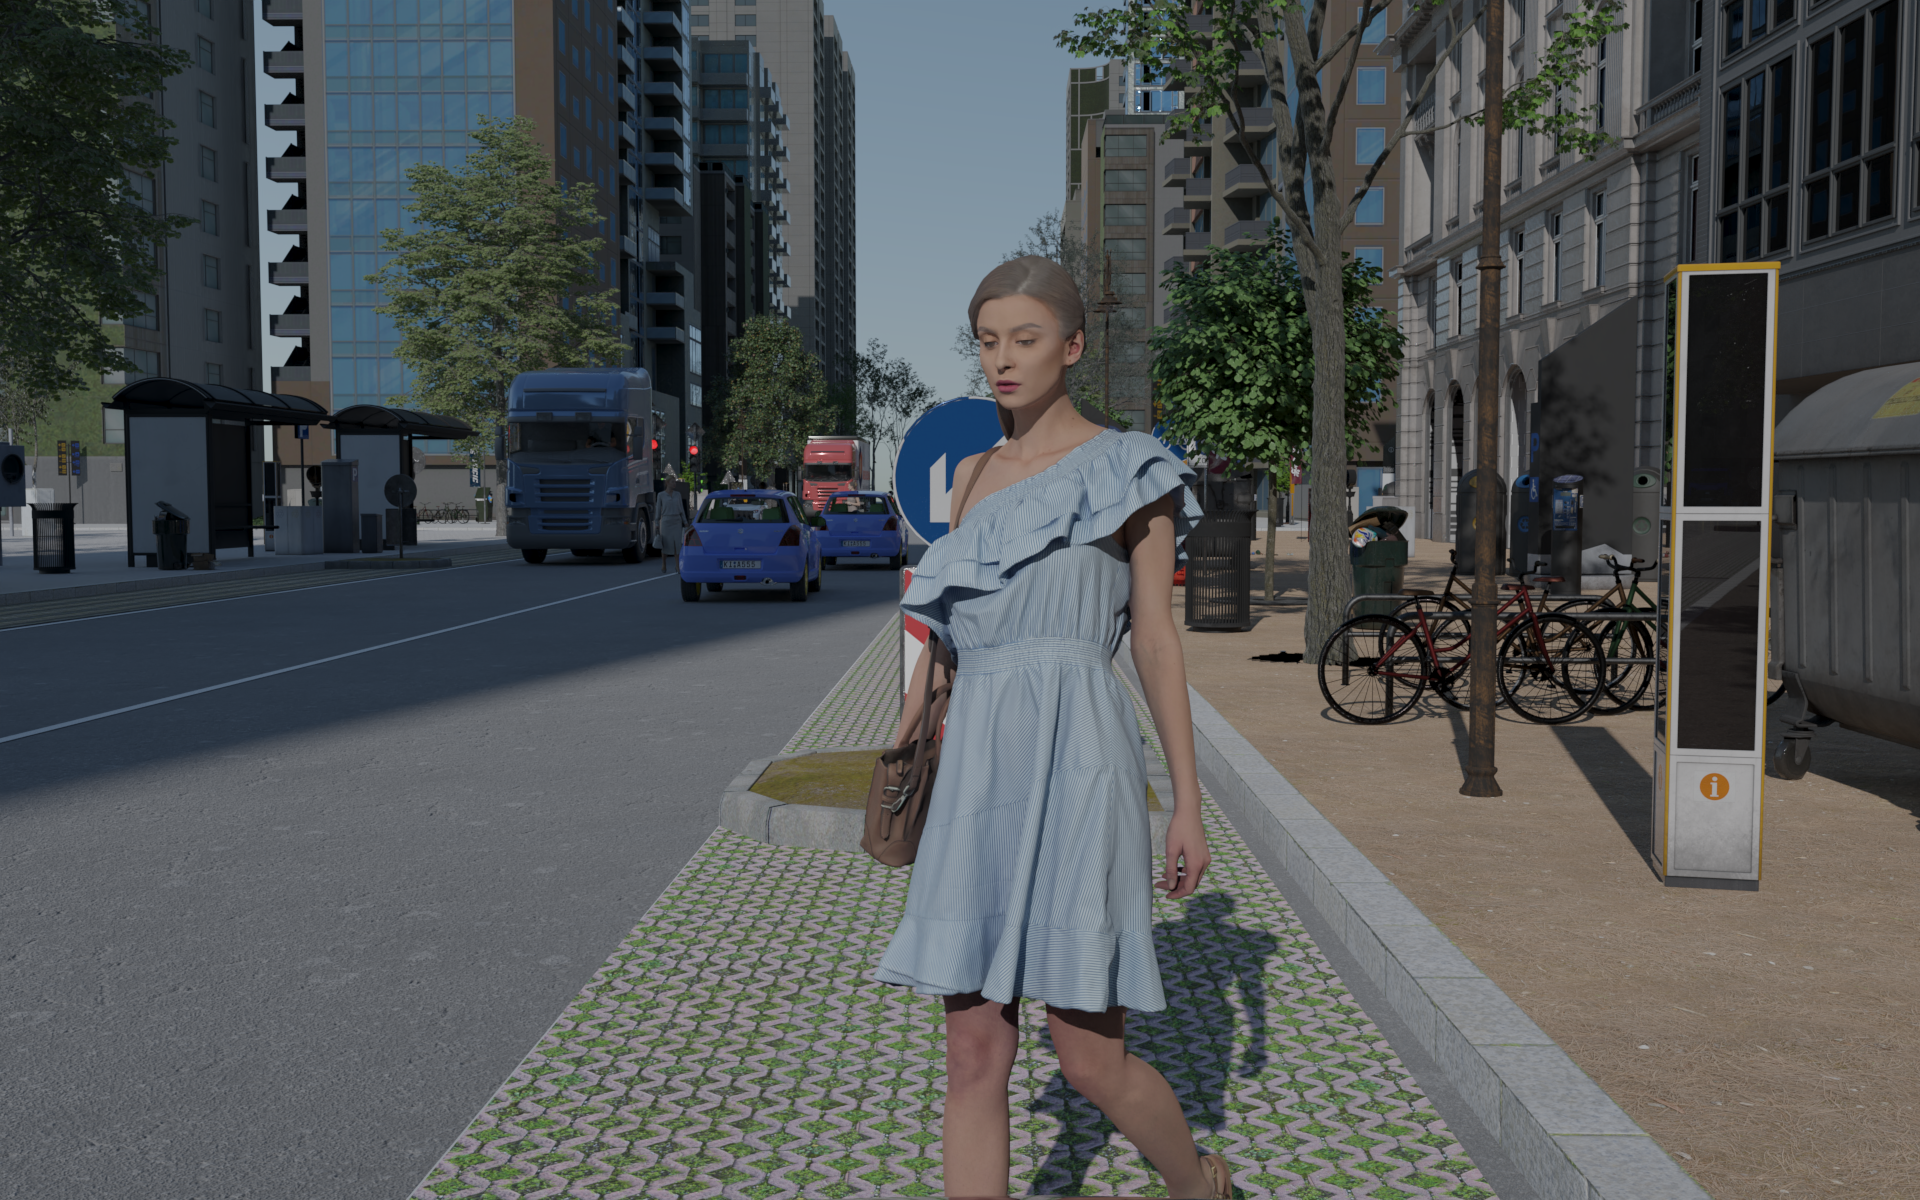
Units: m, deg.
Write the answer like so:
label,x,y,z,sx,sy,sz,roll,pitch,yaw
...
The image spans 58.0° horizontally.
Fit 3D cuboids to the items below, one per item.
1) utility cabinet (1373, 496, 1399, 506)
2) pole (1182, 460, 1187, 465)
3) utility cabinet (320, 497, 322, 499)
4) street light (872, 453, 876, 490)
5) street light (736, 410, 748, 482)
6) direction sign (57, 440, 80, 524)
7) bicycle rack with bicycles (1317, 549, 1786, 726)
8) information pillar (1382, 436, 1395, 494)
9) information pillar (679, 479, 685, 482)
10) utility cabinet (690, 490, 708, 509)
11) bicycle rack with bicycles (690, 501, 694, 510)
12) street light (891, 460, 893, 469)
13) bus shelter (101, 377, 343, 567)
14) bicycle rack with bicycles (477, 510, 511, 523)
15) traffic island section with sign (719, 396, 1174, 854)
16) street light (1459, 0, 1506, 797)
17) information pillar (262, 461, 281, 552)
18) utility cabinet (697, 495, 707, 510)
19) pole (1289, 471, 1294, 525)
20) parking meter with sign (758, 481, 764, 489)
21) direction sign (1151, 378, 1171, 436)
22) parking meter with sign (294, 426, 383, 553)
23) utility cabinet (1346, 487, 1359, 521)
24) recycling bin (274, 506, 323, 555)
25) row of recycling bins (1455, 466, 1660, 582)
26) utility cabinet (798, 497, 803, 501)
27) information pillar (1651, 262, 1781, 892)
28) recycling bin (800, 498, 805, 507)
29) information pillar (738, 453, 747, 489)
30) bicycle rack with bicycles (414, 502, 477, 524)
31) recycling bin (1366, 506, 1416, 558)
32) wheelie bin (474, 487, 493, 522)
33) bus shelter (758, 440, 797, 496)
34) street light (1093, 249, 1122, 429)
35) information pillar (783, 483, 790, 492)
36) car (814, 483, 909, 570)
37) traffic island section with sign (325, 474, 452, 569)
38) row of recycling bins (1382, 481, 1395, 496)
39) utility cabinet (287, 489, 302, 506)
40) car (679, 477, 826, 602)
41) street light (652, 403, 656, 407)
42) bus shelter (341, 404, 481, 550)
label,x,y,z,sx,sy,sz,roll,pitch,yaw
utility cabinet,13.436,-2.637,54.272,0.306,1.237,1.020,-3,5,-40
pole,7.048,-3.710,54.497,0.158,3.312,0.155,0,3,0
utility cabinet,-19.650,-2.631,54.177,0.306,1.237,1.020,2,4,27
street light,-9.651,-13.648,195.938,0.468,5.910,1.993,0,4,1
street light,-11.818,-7.418,94.064,0.468,5.910,1.993,0,4,1
direction sign,-37.644,-4.968,73.223,0.379,3.537,0.876,3,5,43
bicycle rack with bicycles,3.538,0.176,10.502,2.925,0.926,2.852,0,4,6
information pillar,17.338,-4.809,69.980,0.504,3.616,0.183,2,4,26
information pillar,-15.261,-5.518,94.703,0.304,2.012,0.304,2,4,26
utility cabinet,-14.120,-5.149,92.872,1.173,1.500,0.318,-3,4,-36
bicycle rack with bicycles,-13.267,-4.543,87.663,2.925,0.926,2.852,-1,4,-12
street light,-8.961,-15.652,228.690,0.468,5.910,1.993,0,4,1
bus shelter,-13.783,-2.374,32.735,2.014,3.302,5.546,0,4,1
bicycle rack with bicycles,-13.400,-2.521,54.606,2.852,0.926,2.925,0,4,-4
traffic island section with sign,-0.031,0.050,7.807,1.989,1.847,2.006,0,4,1
street light,2.228,-2.107,7.229,0.468,5.910,1.993,0,4,1
information pillar,-15.365,-2.093,38.712,0.304,2.012,0.304,0,4,-4
utility cabinet,-12.027,-4.371,82.634,1.020,1.237,0.306,0,4,7
pole,13.665,-4.735,71.258,0.158,3.312,0.155,0,3,0
parking meter with sign,-15.330,-8.425,134.002,0.543,3.016,1.738,-1,4,-14
direction sign,3.669,-2.384,30.972,0.379,3.537,0.876,3,5,40
parking meter with sign,-13.442,-2.526,37.556,1.738,3.016,0.543,0,4,3
utility cabinet,12.023,-2.820,54.788,1.173,1.500,0.318,-1,4,-22
recycling bin,-14.025,-1.479,36.735,0.722,1.027,0.722,1,4,15
row of recycling bins,9.217,-1.191,26.585,1.069,1.692,3.534,-3,5,-42
utility cabinet,-12.673,-7.561,134.791,0.306,1.237,1.020,3,4,36
information pillar,2.475,-0.074,5.698,0.304,2.012,0.304,1,4,14
recycling bin,-11.229,-6.981,126.686,0.722,1.027,0.722,2,4,35
information pillar,-12.476,-6.607,99.384,0.504,3.616,0.183,-1,4,-11
bicycle rack with bicycles,-22.266,-3.794,75.406,2.925,0.926,2.852,3,4,36
recycling bin,8.736,-1.382,35.150,0.722,1.027,0.722,-2,4,-29
wheelie bin,-21.846,-4.377,79.476,0.980,1.594,0.693,1,4,13
bus shelter,-12.592,-8.728,120.333,2.179,5.291,8.768,0,4,1
street light,2.789,-3.678,32.925,0.468,5.910,1.993,0,4,1
information pillar,-11.523,-6.764,115.083,0.304,2.012,0.304,3,5,40
car,-1.908,-1.487,33.896,1.945,1.707,3.694,0,4,1
traffic island section with sign,-11.060,-1.539,33.795,1.989,1.847,2.006,0,4,1
row of recycling bins,14.472,-3.051,56.995,1.069,1.692,3.534,1,4,18
utility cabinet,-28.984,-4.082,75.425,0.318,1.500,1.173,-3,4,-36
car,-2.878,-0.903,24.362,1.945,1.707,3.694,0,4,-1
street light,-12.364,-5.846,68.368,0.468,5.910,1.993,0,4,1
bus shelter,-13.377,-2.931,41.851,2.014,3.302,5.546,0,4,1
